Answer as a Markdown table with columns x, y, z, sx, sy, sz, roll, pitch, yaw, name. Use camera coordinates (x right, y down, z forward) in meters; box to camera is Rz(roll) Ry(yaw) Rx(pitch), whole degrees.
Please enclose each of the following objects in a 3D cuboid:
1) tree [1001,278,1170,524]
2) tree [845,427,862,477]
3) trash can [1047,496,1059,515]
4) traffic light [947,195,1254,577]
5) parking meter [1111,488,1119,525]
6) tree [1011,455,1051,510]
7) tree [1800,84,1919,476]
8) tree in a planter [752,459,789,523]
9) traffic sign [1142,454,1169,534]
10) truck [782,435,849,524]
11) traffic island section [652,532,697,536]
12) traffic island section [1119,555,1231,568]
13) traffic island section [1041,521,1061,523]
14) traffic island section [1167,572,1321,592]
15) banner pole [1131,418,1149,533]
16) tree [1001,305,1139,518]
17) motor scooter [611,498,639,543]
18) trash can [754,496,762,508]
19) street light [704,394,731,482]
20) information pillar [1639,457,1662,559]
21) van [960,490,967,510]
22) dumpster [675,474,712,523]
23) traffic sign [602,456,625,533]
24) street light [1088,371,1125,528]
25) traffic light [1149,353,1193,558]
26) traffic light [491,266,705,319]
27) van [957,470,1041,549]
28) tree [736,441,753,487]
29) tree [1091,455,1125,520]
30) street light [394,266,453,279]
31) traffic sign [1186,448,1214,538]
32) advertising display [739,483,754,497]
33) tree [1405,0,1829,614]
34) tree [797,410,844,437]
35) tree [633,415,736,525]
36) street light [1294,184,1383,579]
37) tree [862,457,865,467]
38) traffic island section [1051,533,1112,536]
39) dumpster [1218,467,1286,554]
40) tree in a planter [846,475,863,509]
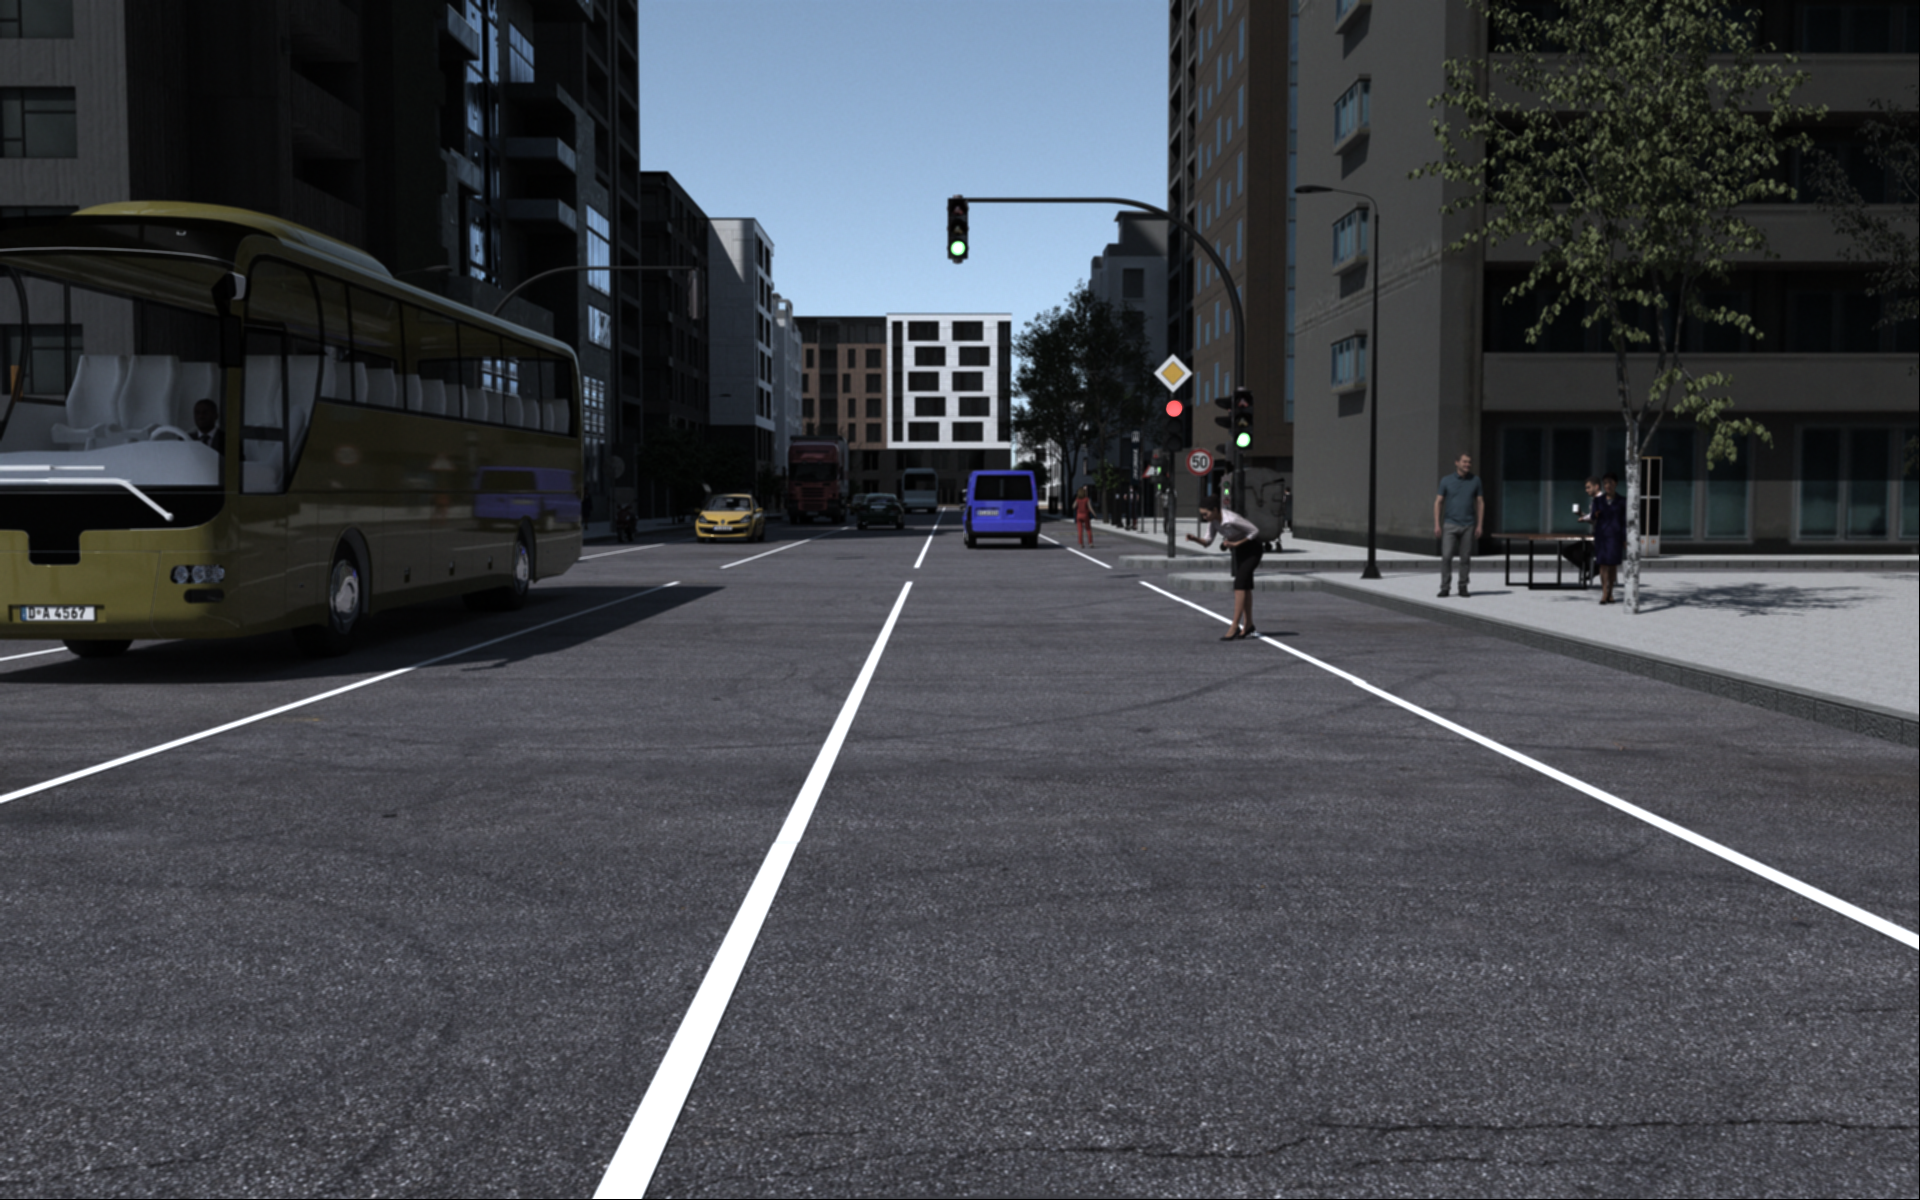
| x | y | z | sx | sy | sz | roll | pitch | yaw | name |
| --- | --- | --- | --- | --- | --- | --- | --- | --- | --- |
| 6.045 | -8.611 | 75.206 | 7.601 | 10.594 | 8.767 | 1 | 4 | 12 | tree |
| -13.225 | -13.962 | 178.633 | 4.360 | 8.622 | 3.978 | 0 | 3 | 0 | tree |
| 5.852 | -5.936 | 108.700 | 0.748 | 1.137 | 0.748 | 0 | 3 | 0 | trash can |
| 2.186 | -3.177 | 26.606 | 4.771 | 5.953 | 1.251 | 0 | 4 | 0 | traffic light |
| 6.382 | -3.826 | 70.959 | 0.372 | 1.533 | 0.369 | 0 | 3 | 0 | parking meter |
| 5.871 | -9.697 | 142.266 | 4.285 | 4.588 | 4.351 | 0 | 3 | 0 | tree |
| 13.604 | -4.417 | 22.585 | 4.360 | 8.622 | 3.978 | 0 | 3 | 0 | tree |
| -9.588 | -5.463 | 86.540 | 1.991 | 3.239 | 1.994 | 0 | 4 | 0 | tree in a planter |
| 6.301 | -3.416 | 55.858 | 0.884 | 2.594 | 0.081 | 0 | 4 | 3 | traffic sign |
| -6.932 | -5.887 | 85.161 | 2.839 | 4.237 | 11.283 | 0 | 4 | -1 | truck |
| -9.451 | -2.252 | 59.692 | 1.991 | 0.108 | 1.994 | 0 | 4 | 0 | traffic island section |
| 4.276 | -0.769 | 34.857 | 2.009 | 0.180 | 2.903 | 0 | 4 | 0 | traffic island section |
| 3.998 | -3.917 | 86.915 | 1.991 | 0.108 | 1.994 | 0 | 4 | 0 | traffic island section |
| 4.318 | -0.281 | 26.872 | 2.009 | 0.180 | 2.903 | 0 | 4 | 0 | traffic island section |
| 5.928 | -4.129 | 57.533 | 0.401 | 3.779 | 0.863 | -2 | 4 | -33 | banner pole |
| 6.109 | -10.312 | 94.354 | 9.928 | 11.665 | 9.643 | 0 | 3 | 0 | tree |
| -9.976 | -2.385 | 51.768 | 0.815 | 1.314 | 1.986 | 0 | 4 | 1 | motor scooter |
| -12.200 | -5.639 | 103.853 | 0.748 | 1.137 | 0.748 | 0 | 3 | 0 | trash can |
| -11.316 | -6.606 | 80.543 | 1.470 | 5.913 | 1.316 | 0 | 4 | 0 | street light |
| 13.737 | -1.835 | 34.497 | 0.304 | 2.012 | 0.304 | -1 | 4 | -15 | information pillar |
| 0.816 | -9.252 | 158.282 | 2.013 | 2.044 | 4.112 | 0 | 4 | -2 | van |
| -11.989 | -4.584 | 77.446 | 1.502 | 2.255 | 1.985 | 0 | 4 | 0 | dumpster |
| -11.457 | -3.494 | 57.228 | 0.768 | 2.556 | 0.104 | 0 | 4 | 5 | traffic sign |
| 5.543 | -5.689 | 65.556 | 1.470 | 5.913 | 1.316 | 0 | 4 | 0 | street light |
| 4.236 | -2.803 | 34.743 | 0.839 | 4.253 | 0.868 | 0 | 4 | 0 | traffic light |
| -7.513 | -3.672 | 34.701 | 4.771 | 5.953 | 1.251 | 0 | 4 | 0 | traffic light |
| 1.077 | -2.611 | 47.076 | 2.240 | 2.365 | 5.245 | 0 | 4 | -1 | van |
| -12.503 | -6.586 | 91.388 | 4.285 | 4.588 | 4.351 | 0 | 3 | 0 | tree |
| 7.274 | -5.534 | 85.088 | 1.663 | 3.219 | 1.824 | 0 | 3 | 0 | tree |
| -11.018 | -3.844 | 35.399 | 1.470 | 5.913 | 1.316 | 0 | 4 | 0 | street light |
| 6.653 | -2.939 | 48.154 | 0.768 | 2.556 | 0.104 | 0 | 4 | 1 | traffic sign |
| -12.181 | -5.731 | 98.914 | 0.974 | 1.923 | 0.123 | 2 | 4 | 31 | advertising display |
| 7.026 | -4.145 | 18.133 | 4.737 | 8.622 | 4.395 | 0 | 3 | 0 | tree |
| -12.443 | -12.195 | 149.755 | 4.360 | 8.622 | 3.978 | 0 | 3 | 0 | tree |
| -11.854 | -5.382 | 71.704 | 4.285 | 4.588 | 4.351 | 0 | 3 | 0 | tree |
| 5.714 | -3.279 | 26.150 | 1.470 | 5.913 | 1.316 | 0 | 4 | 0 | street light |
| -12.398 | -14.337 | 184.774 | 4.360 | 8.622 | 3.978 | 0 | 3 | 0 | tree |
| 4.138 | -2.242 | 59.522 | 1.991 | 0.108 | 1.994 | 0 | 4 | 0 | traffic island section |
| 6.424 | -1.976 | 38.060 | 1.264 | 1.857 | 1.865 | 0 | 4 | 0 | dumpster |
| -9.984 | -10.167 | 163.444 | 1.991 | 3.239 | 1.994 | 0 | 4 | 0 | tree in a planter |
